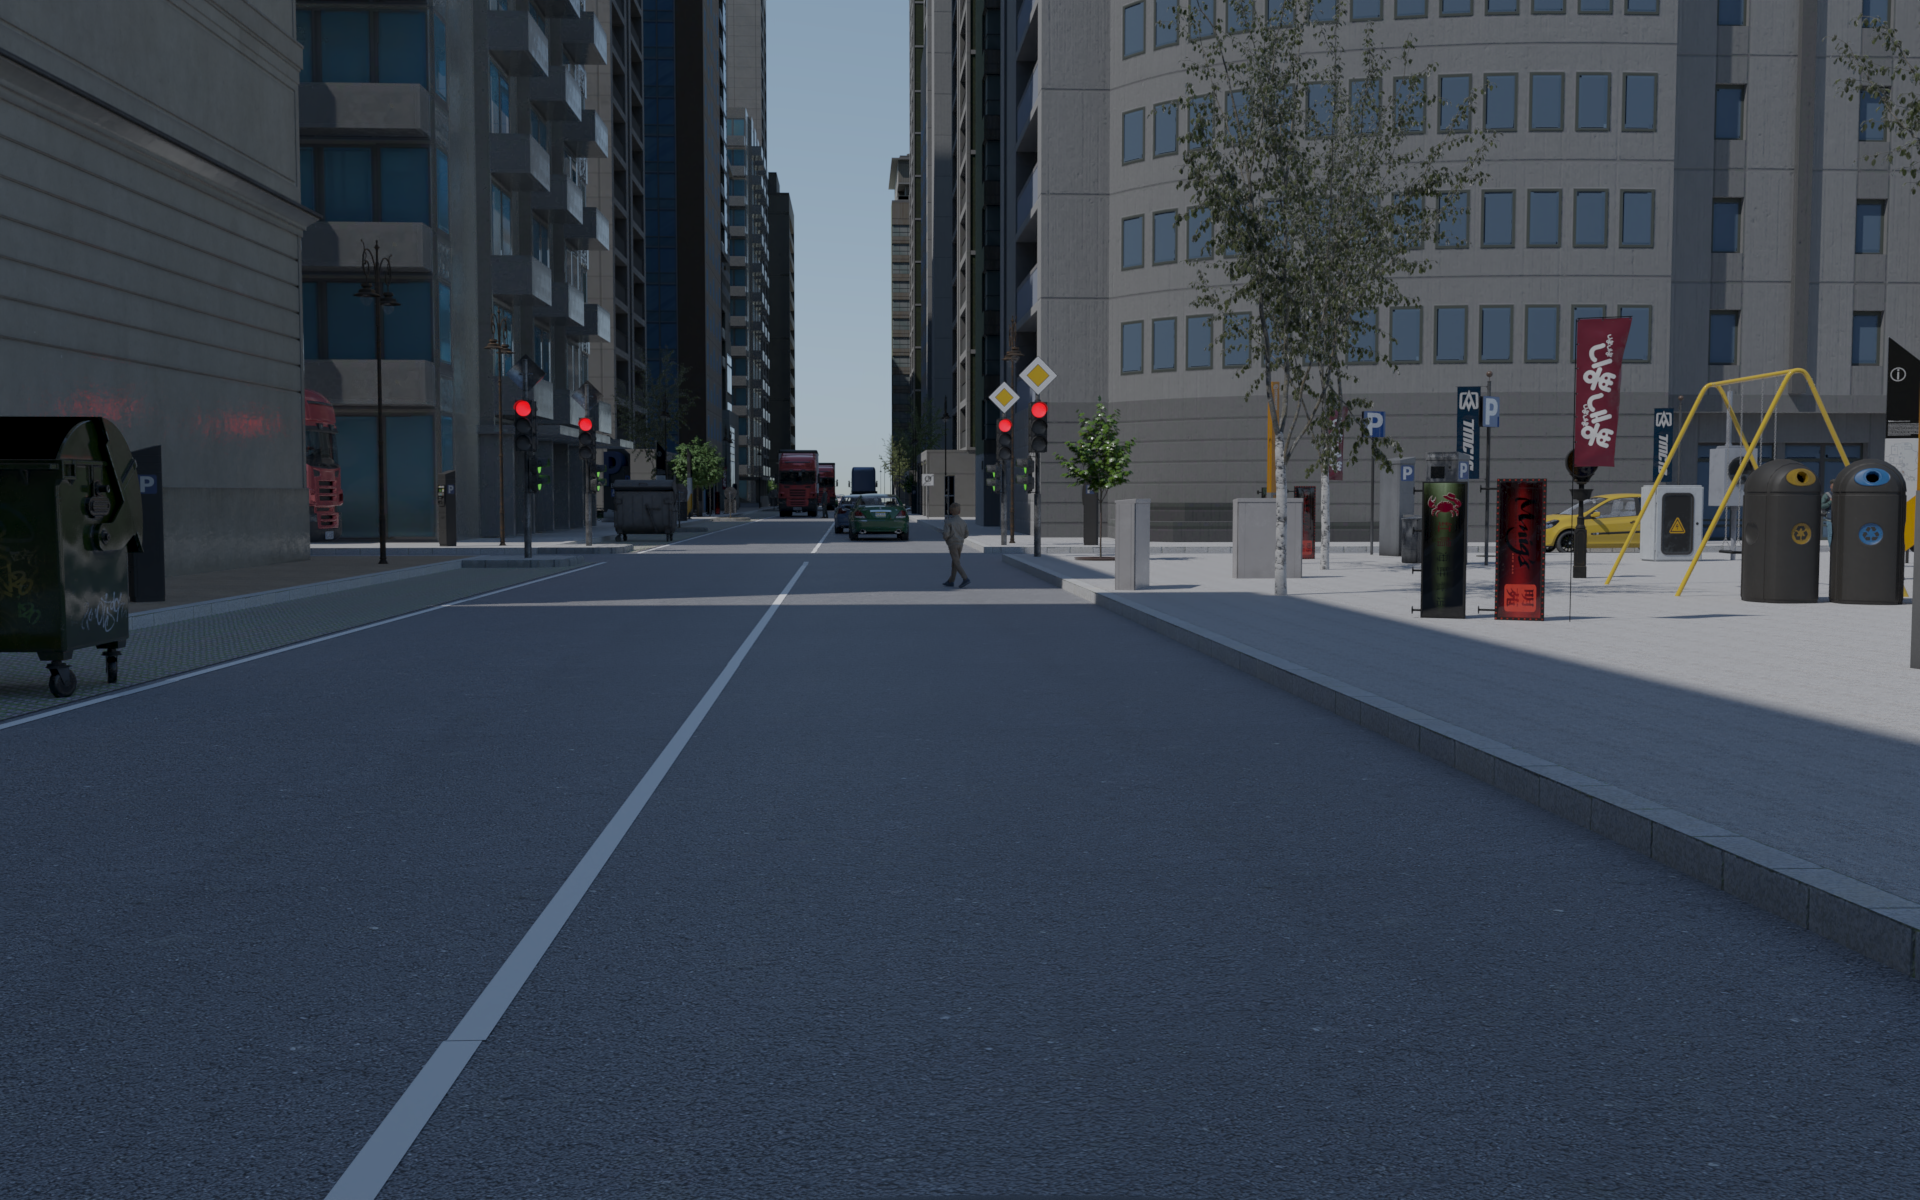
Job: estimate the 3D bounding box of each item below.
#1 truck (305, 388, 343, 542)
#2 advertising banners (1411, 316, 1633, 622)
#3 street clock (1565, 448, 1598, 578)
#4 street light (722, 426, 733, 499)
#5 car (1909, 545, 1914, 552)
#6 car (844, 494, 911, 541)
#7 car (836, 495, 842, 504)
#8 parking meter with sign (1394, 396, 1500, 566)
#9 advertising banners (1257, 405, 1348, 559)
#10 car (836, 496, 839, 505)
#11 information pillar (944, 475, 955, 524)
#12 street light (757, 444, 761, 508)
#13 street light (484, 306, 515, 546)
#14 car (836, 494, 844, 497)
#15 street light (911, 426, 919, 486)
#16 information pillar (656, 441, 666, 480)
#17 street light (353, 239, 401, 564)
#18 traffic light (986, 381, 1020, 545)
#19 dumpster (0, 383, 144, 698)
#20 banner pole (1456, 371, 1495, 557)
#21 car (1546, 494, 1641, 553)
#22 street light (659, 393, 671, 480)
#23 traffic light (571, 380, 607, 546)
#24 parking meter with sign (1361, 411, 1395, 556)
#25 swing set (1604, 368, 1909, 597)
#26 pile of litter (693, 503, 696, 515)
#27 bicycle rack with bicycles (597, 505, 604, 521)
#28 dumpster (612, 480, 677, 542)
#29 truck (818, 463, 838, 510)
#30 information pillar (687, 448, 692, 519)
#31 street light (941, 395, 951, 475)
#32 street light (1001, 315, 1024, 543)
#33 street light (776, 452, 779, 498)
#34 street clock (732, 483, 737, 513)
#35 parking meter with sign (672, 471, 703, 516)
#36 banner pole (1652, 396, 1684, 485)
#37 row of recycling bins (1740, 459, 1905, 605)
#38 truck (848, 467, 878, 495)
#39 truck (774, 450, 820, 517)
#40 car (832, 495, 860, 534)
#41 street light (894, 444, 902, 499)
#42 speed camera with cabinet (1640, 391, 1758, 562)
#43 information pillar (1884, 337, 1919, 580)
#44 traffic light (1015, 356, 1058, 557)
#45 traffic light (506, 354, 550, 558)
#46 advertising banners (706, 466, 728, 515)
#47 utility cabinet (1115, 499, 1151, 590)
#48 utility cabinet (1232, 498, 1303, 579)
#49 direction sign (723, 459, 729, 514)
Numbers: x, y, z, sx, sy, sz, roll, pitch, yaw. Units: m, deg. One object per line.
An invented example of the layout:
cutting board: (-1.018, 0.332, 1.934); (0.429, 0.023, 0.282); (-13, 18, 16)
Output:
truck: (-18.748, -2.981, 37.648); (11.283, 4.237, 2.839); (0, 4, -2)
advertising banners: (5.644, -1.302, 17.484); (2.074, 3.025, 0.090); (2, 4, 24)
street clock: (9.458, -1.334, 26.381); (0.471, 2.002, 0.358); (1, 4, 14)
street light: (-15.503, -8.688, 114.838); (0.468, 5.910, 1.993); (0, 4, -3)
car: (24.476, -1.922, 40.106); (5.304, 1.827, 2.281); (0, 4, -4)
car: (-2.593, -2.630, 54.791); (2.131, 1.459, 4.920); (0, 4, -5)
car: (-14.691, -11.708, 203.779); (2.083, 1.381, 4.827); (0, 4, -3)
parking meter with sign: (8.888, -2.161, 31.586); (0.543, 3.016, 1.738); (-3, 5, -42)
advertising banners: (6.740, -2.311, 33.965); (2.074, 3.025, 0.090); (-1, 4, -22)
car: (-13.878, -10.759, 184.712); (1.959, 1.807, 4.718); (0, 4, -4)
information pillar: (-0.408, -3.875, 67.854); (0.304, 2.012, 0.304); (-2, 4, -31)
street light: (-18.107, -11.231, 156.412); (0.468, 5.910, 1.993); (0, 4, -3)
street light: (-11.355, -4.284, 42.823); (0.468, 5.910, 1.993); (0, 4, -3)
car: (-16.735, -13.998, 240.866); (2.014, 1.417, 4.499); (0, 4, -4)
street light: (-3.295, -9.157, 122.510); (0.468, 5.910, 1.993); (0, 4, -3)
information pillar: (-13.292, -5.230, 76.863); (0.183, 3.616, 0.504); (3, 5, 42)
street light: (-10.605, -3.601, 31.667); (0.468, 5.910, 1.993); (0, 4, -3)
traffic light: (1.084, -3.329, 43.345); (0.839, 4.253, 0.868); (0, 4, -3)
dumpster: (-7.128, -0.458, 12.433); (1.985, 2.255, 1.502); (0, 4, -5)
banner pole: (10.541, -2.774, 35.377); (0.863, 3.779, 0.401); (1, 4, 13)
car: (15.512, -1.919, 41.604); (3.980, 1.641, 2.015); (0, 4, -2)
street light: (-13.402, -6.491, 78.917); (0.468, 5.910, 1.993); (0, 4, -3)
traffic light: (-9.158, -3.290, 42.711); (0.839, 4.253, 0.868); (0, 4, -3)
parking meter with sign: (9.011, -2.415, 35.743); (0.543, 3.016, 1.738); (-1, 4, -22)
swing set: (10.491, -1.559, 23.111); (2.862, 2.851, 3.119); (0, 4, 3)
pile of litter: (-16.098, -5.515, 104.136); (1.719, 0.858, 1.176); (-1, 4, -12)
bicycle rack with bicycles: (-18.038, -4.300, 83.685); (2.925, 0.926, 2.852); (3, 5, 45)
dumpster: (-9.458, -2.683, 52.084); (1.865, 1.857, 1.264); (0, 4, -3)
truck: (-12.524, -10.234, 156.244); (2.839, 4.237, 11.283); (0, 4, -5)
information pillar: (-13.731, -5.906, 87.923); (0.183, 3.616, 0.504); (-2, 4, -30)
street light: (-0.670, -6.614, 80.927); (0.468, 5.910, 1.993); (0, 4, -3)
street light: (1.362, -4.417, 45.002); (0.468, 5.910, 1.993); (0, 4, -3)
street light: (-20.248, -13.428, 192.330); (0.468, 5.910, 1.993); (0, 4, -3)
street clock: (-15.278, -6.909, 117.527); (0.358, 2.002, 0.471); (-1, 4, -20)
parking meter with sign: (-15.716, -6.333, 99.799); (1.738, 3.016, 0.543); (0, 4, -8)
banner pole: (18.115, -3.315, 44.222); (0.863, 3.779, 0.401); (1, 4, 21)
row of recycling bins: (11.008, -0.795, 20.104); (3.534, 1.692, 1.069); (2, 4, 24)
truck: (-9.046, -10.756, 165.623); (2.967, 4.110, 18.799); (0, 4, -5)
truck: (-10.416, -7.532, 112.055); (2.839, 4.237, 11.283); (0, 4, -4)
car: (-3.733, -3.187, 64.114); (2.014, 1.417, 4.499); (0, 4, -2)
street light: (-5.541, -11.354, 158.422); (0.468, 5.910, 1.993); (0, 4, -3)
speed camera with cabinet: (14.141, -2.373, 33.133); (2.038, 3.252, 0.660); (0, 4, -6)
information pillar: (14.036, -2.108, 25.823); (0.504, 3.616, 0.183); (1, 4, 22)
traffic light: (1.566, -2.841, 35.375); (0.839, 4.253, 0.868); (0, 4, -3)
traffic light: (-8.675, -2.802, 34.741); (0.839, 4.253, 0.868); (0, 4, -3)
advertising banners: (-15.214, -6.864, 108.407); (0.090, 3.025, 2.074); (2, 4, 33)
utility cabinet: (2.340, -0.757, 23.533); (0.306, 1.237, 1.020); (1, 4, 17)
utility cabinet: (4.689, -0.933, 26.422); (1.020, 1.237, 0.306); (0, 4, -6)
direction sign: (-15.124, -7.330, 111.845); (0.379, 3.537, 0.876); (-1, 4, -15)
